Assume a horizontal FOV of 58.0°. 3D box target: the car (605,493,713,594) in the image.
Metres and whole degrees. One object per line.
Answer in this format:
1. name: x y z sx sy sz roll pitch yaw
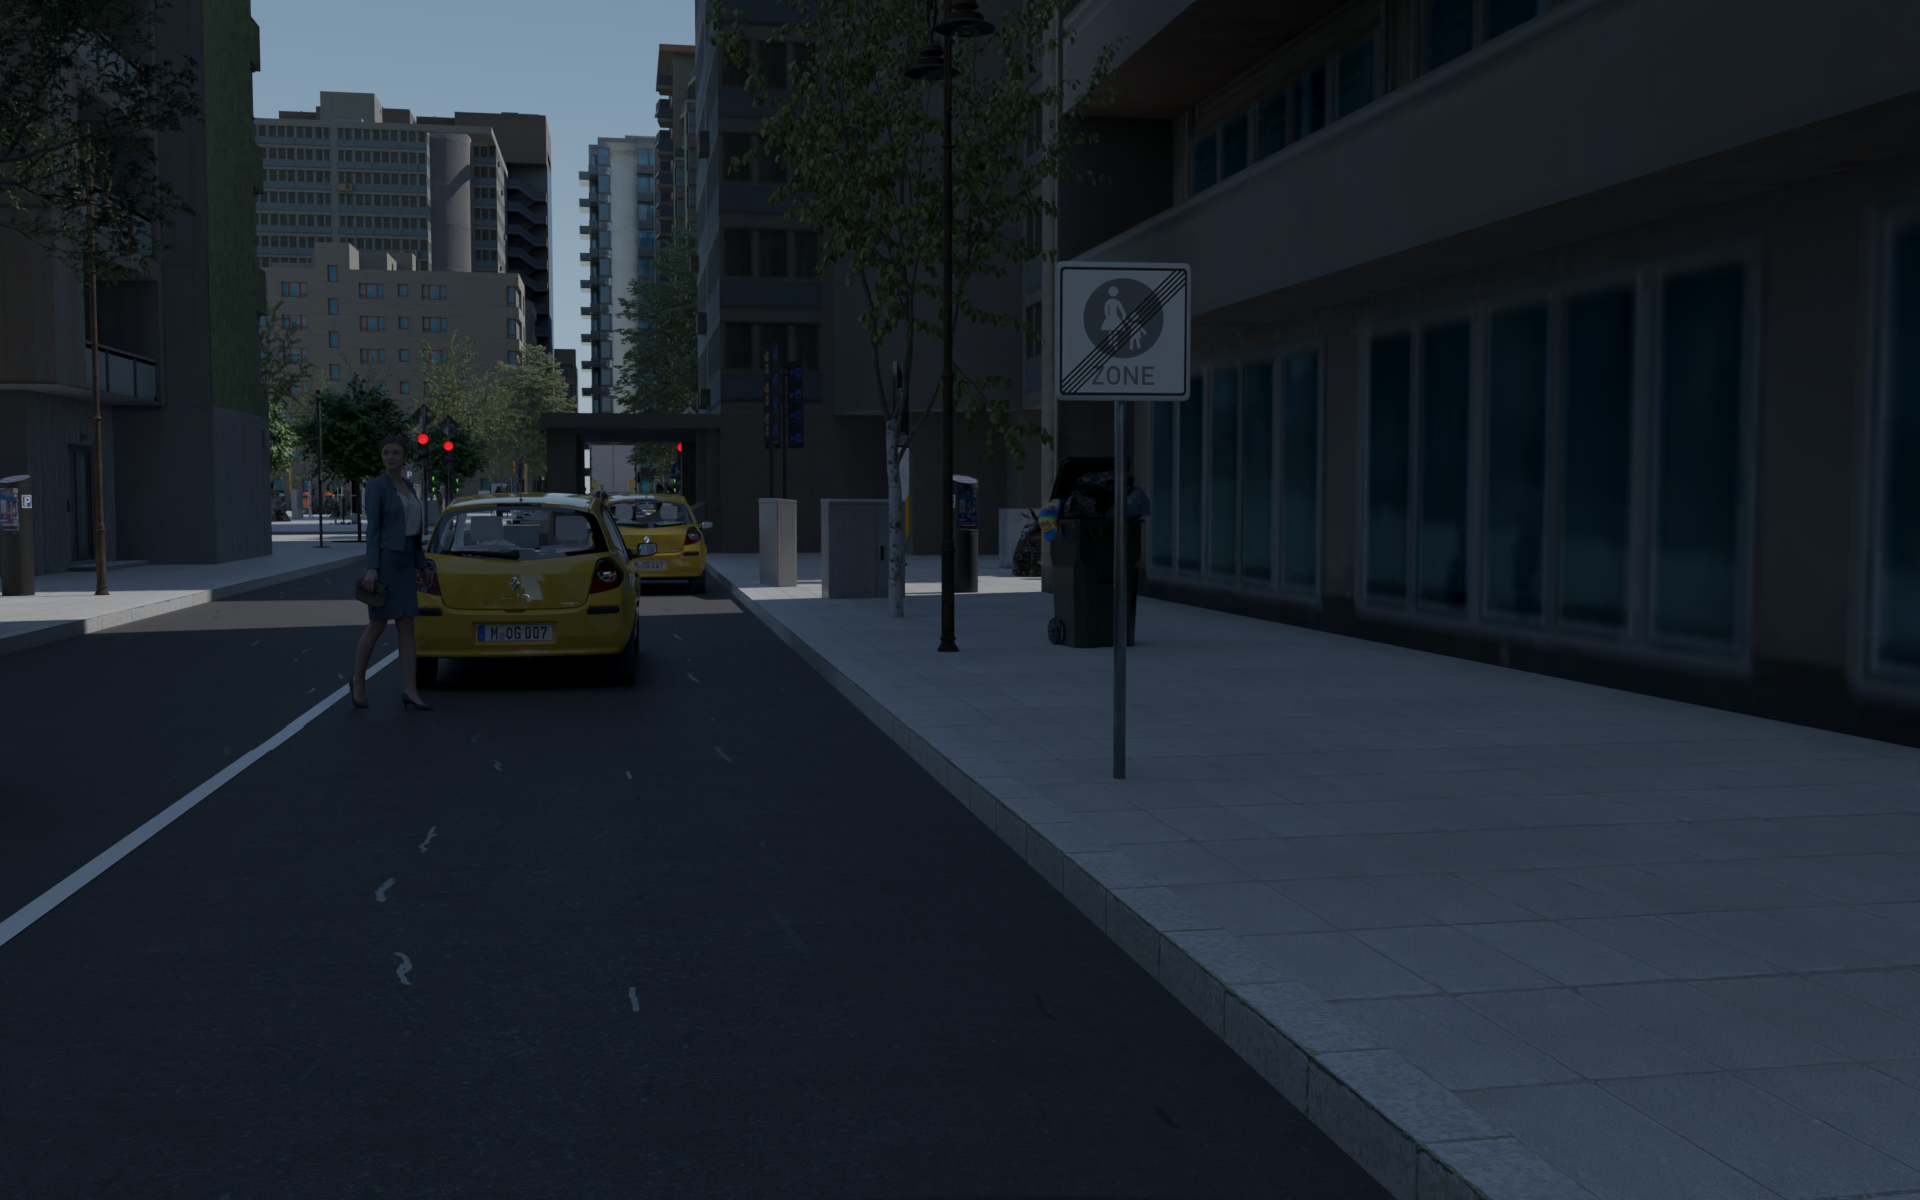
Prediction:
1. car: -4.737 -0.978 26.210 2.015 1.641 3.980 -1 4 -10

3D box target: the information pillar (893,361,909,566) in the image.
1. information pillar: -1.059 -2.418 30.887 0.183 3.616 0.504 2 4 25

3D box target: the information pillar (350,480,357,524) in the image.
1. information pillar: -26.066 -4.284 74.543 0.304 2.012 0.304 -1 4 -23

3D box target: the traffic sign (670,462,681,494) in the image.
1. traffic sign: -10.900 -4.127 67.589 0.768 2.556 0.104 0 4 -8

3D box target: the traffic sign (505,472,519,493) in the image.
1. traffic sign: -25.290 -5.974 97.776 0.768 2.556 0.104 0 4 -5

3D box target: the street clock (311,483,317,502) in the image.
1. street clock: -43.315 -6.815 116.000 0.471 2.002 0.358 0 4 5

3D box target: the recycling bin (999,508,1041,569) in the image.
1. recycling bin: 1.098 -1.072 30.075 0.722 1.027 0.722 -1 4 -12

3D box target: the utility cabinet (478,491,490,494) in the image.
1. utility cabinet: -31.686 -6.564 115.999 1.173 1.500 0.318 2 4 28

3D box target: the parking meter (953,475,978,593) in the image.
1. parking meter: 0.051 -0.867 22.593 0.372 1.533 0.369 0 3 0

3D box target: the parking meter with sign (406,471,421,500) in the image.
1. parking meter with sign: -41.468 -8.313 132.185 0.543 3.016 1.738 1 4 17

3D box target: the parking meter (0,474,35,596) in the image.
1. parking meter: -11.906 -0.822 21.855 0.372 1.533 0.369 0 3 0

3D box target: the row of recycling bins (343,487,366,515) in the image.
1. row of recycling bins: -37.542 -6.240 109.140 1.069 1.692 3.534 1 4 16

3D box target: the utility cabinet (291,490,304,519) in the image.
1. utility cabinet: -33.963 -4.901 88.809 0.318 1.500 1.173 0 4 -7

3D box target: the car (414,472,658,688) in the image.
1. car: -3.522 -0.251 14.322 2.015 1.641 3.980 -1 4 -10

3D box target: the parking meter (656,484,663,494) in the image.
1. parking meter: -17.990 -5.990 103.639 0.255 1.863 0.399 3 5 40

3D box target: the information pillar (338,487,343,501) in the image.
1. information pillar: -45.139 -7.442 126.162 0.304 2.012 0.304 0 4 -7

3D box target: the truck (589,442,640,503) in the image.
1. truck: -19.296 -6.597 96.776 2.839 4.237 11.283 -1 4 -11

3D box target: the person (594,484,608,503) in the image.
1. person: -17.347 -4.641 83.738 0.474 1.900 0.648 3 4 39

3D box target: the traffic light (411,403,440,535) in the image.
1. traffic light: -16.590 -3.964 53.729 0.839 4.253 0.868 -1 4 -11

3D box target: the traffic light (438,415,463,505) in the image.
1. traffic light: -18.117 -4.443 61.567 0.839 4.253 0.868 -1 4 -11

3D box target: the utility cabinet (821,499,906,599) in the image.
1. utility cabinet: -1.193 -0.629 21.454 1.020 1.237 0.306 -2 4 -25

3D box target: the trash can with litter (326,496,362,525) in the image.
1. trash can with litter: -25.963 -3.766 72.624 1.678 1.210 2.233 -1 4 -20

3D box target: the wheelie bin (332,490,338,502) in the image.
1. wheelie bin: -46.787 -7.485 130.286 0.693 1.594 0.980 1 4 16

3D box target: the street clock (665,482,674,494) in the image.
1. street clock: -17.050 -5.945 101.772 0.471 2.002 0.358 -2 4 -35

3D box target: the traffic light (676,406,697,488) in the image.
1. traffic light: -8.631 -4.059 55.290 0.839 4.253 0.868 -1 4 -11

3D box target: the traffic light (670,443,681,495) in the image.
1. traffic light: -10.158 -4.539 63.128 0.839 4.253 0.868 -1 4 -11

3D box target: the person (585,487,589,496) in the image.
1. person: -15.415 -3.843 72.002 0.598 1.740 0.731 1 4 18

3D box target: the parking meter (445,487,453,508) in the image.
1. parking meter: -22.052 -4.222 74.733 0.255 1.863 0.399 0 4 3

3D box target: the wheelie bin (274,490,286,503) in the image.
1. wheelie bin: -51.016 -7.460 129.871 0.980 1.594 0.693 1 4 9

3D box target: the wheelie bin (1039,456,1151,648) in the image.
1. wheelie bin: 1.176 -0.412 14.649 0.980 1.594 0.693 -1 4 -20

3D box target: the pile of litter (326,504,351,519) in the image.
1. pile of litter: -32.018 -4.652 90.027 1.719 0.858 1.176 -1 4 -17

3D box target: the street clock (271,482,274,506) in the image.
1. street clock: -37.737 -5.510 94.653 0.471 2.002 0.358 0 4 -8

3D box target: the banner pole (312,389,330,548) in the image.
1. banner pole: -15.205 -3.129 41.179 0.401 3.779 0.863 -2 4 -25

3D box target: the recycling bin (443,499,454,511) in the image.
1. recycling bin: -25.523 -4.542 86.821 0.722 1.027 0.722 -2 4 -23

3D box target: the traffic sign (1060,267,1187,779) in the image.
1. traffic sign: 0.718 -0.343 7.746 0.606 2.300 0.079 0 4 -7

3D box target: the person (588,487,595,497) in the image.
1. person: -19.070 -4.921 89.305 0.599 1.781 0.374 0 4 -5

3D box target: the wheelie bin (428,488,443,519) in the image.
1. wheelie bin: -25.261 -4.617 83.390 0.693 1.594 0.980 -2 4 -31

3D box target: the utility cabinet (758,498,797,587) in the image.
1. utility cabinet: -2.556 -0.807 24.350 0.306 1.237 1.020 -1 4 -21

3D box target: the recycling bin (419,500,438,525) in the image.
1. recycling bin: -21.899 -3.575 71.013 0.722 1.027 0.722 2 4 31

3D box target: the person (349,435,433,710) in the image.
1. person: -3.796 -0.184 11.540 0.654 1.822 0.581 3 4 37

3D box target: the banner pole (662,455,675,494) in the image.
1. banner pole: -18.178 -7.252 108.582 0.863 3.779 0.401 2 4 31

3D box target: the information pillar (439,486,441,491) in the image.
1. information pillar: -26.872 -5.172 89.047 0.304 2.012 0.304 -2 4 -26
